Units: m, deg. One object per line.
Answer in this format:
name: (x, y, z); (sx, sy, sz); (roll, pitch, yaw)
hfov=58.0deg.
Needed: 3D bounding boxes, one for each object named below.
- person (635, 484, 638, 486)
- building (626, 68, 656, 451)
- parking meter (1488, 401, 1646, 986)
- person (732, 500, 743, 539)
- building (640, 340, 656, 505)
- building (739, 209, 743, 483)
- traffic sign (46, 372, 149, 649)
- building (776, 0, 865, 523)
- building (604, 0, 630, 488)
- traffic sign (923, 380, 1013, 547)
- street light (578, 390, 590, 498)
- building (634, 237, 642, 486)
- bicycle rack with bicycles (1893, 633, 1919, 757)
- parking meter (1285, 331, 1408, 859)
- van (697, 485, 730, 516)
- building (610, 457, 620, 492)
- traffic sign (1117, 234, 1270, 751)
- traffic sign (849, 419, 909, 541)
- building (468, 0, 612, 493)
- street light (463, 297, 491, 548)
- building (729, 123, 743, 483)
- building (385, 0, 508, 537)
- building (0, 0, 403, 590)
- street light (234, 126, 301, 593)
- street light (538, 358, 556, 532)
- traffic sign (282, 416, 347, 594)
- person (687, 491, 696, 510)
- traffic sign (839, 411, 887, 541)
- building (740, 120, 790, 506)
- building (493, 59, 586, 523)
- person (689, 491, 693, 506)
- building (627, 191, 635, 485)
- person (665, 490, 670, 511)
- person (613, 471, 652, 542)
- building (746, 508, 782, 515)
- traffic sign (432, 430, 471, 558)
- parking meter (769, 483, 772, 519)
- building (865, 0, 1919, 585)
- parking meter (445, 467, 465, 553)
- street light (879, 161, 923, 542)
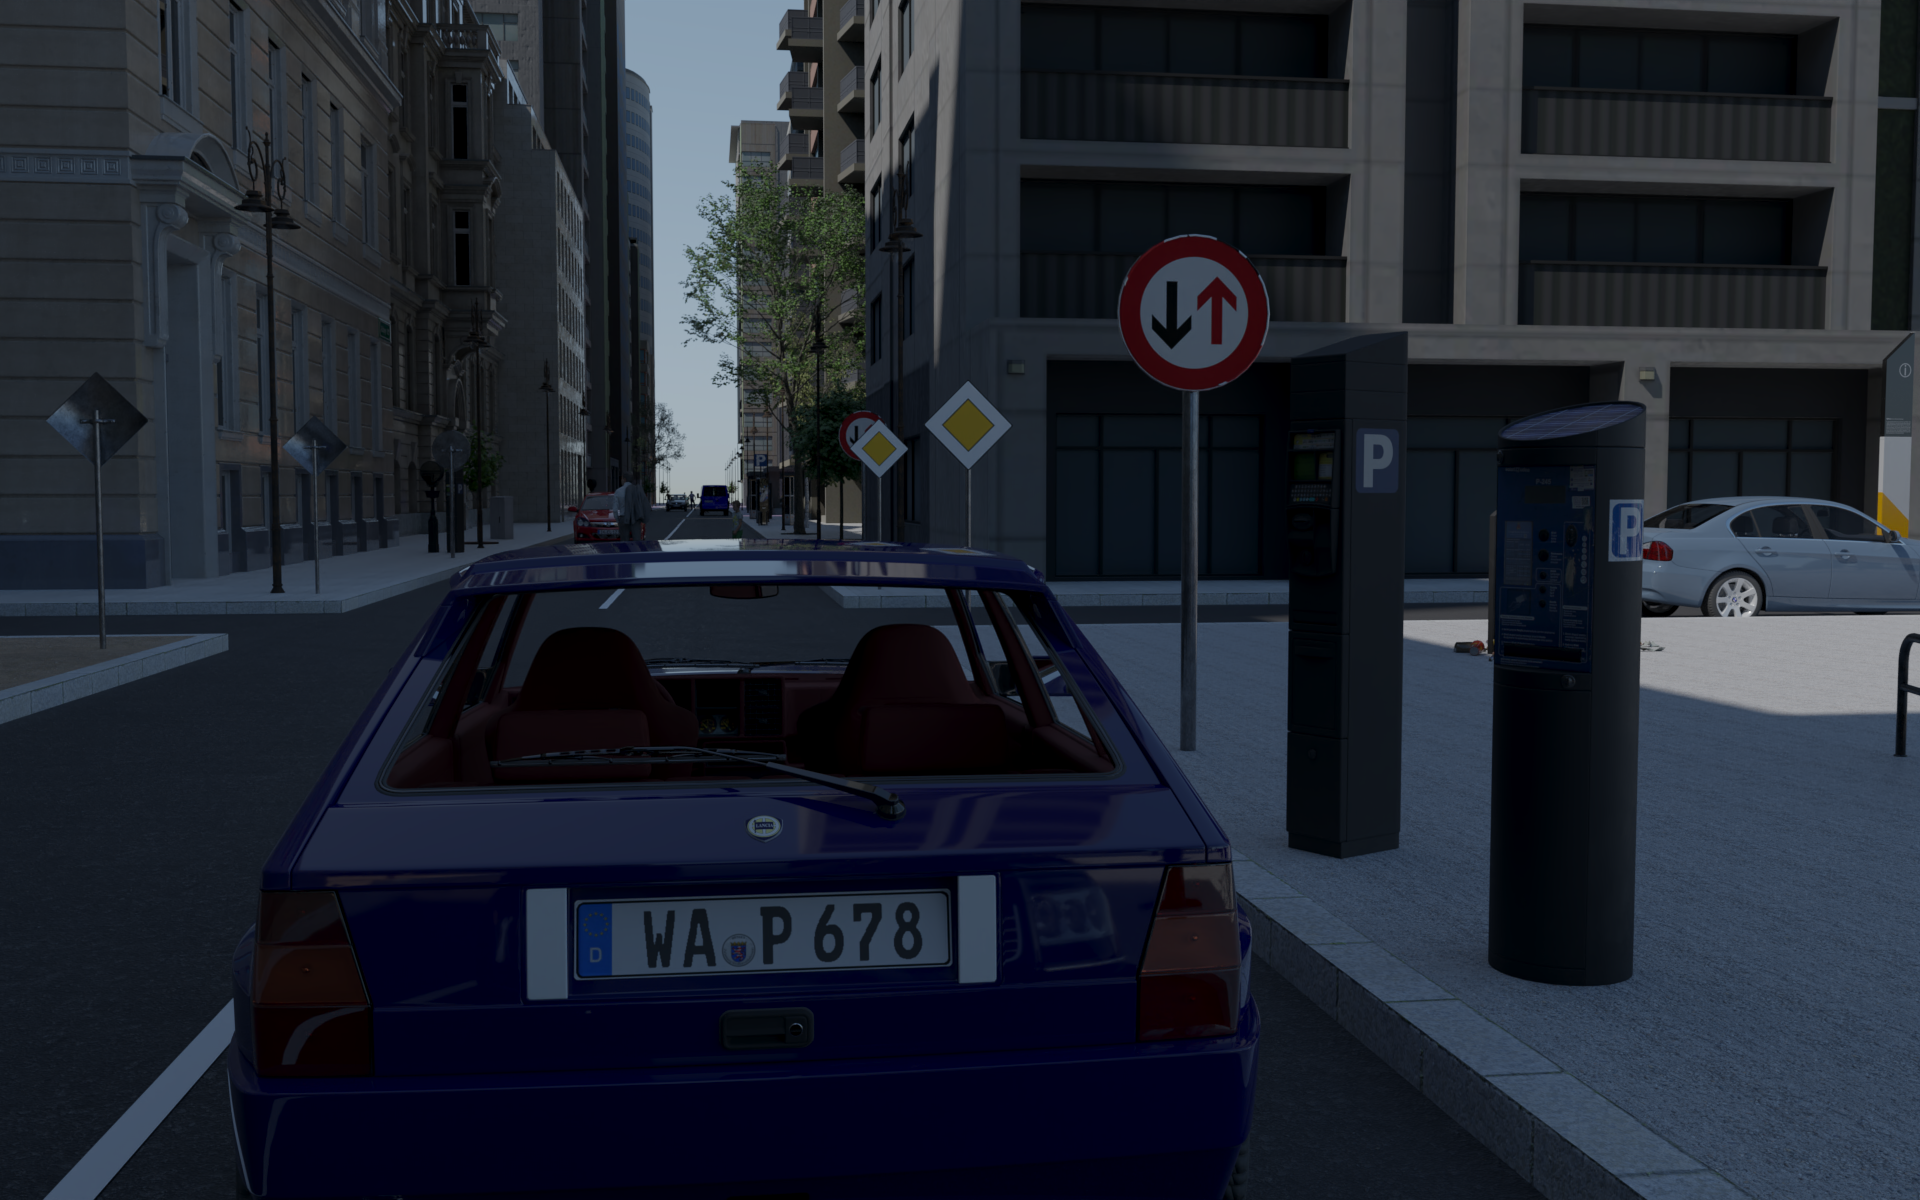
person: (-11.575, -3.230, 61.666); (0.721, 1.781, 0.623); (-1, 4, -20)
building: (-52.567, -42.388, 235.040); (21.231, 58.520, 28.212); (-1, 4, -8)
parking meter: (1.625, 0.230, 4.648); (0.372, 1.533, 0.369); (0, 3, 0)
person: (-4.809, -1.516, 37.540); (0.306, 1.304, 0.590); (2, 4, 24)
building: (-50.836, -22.136, 206.962); (27.650, 21.520, 28.899); (-1, 4, -8)
building: (-16.116, -34.285, 215.177); (22.147, 44.769, 28.867); (-1, 4, -8)
traffic sign: (-7.103, -0.652, 14.298); (0.795, 2.450, 0.064); (-1, 4, -8)
building: (2.470, -26.247, 83.769); (22.147, 44.769, 28.867); (-1, 4, -8)
building: (-33.456, -29.721, 136.046); (14.600, 45.320, 14.200); (-1, 4, -8)
traffic sign: (0.068, -0.714, 15.320); (0.795, 2.450, 0.064); (-1, 4, -8)
street light: (-16.718, -6.380, 77.105); (0.468, 5.910, 1.993); (-1, 4, -8)
building: (-41.749, -25.359, 186.320); (14.160, 30.474, 14.107); (-1, 4, -8)
bicycle rack with bicycles: (5.474, 0.356, 7.562); (2.852, 0.926, 2.925); (1, 4, 11)
parking meter: (1.381, -0.031, 6.213); (0.399, 1.863, 0.255); (-3, 4, -36)
van: (-16.565, -6.861, 116.557); (2.240, 2.365, 5.245); (-1, 4, -9)
building: (-34.181, -41.550, 117.595); (20.563, 71.187, 20.611); (-1, 4, -8)
traffic sign: (1.143, -0.519, 8.599); (0.768, 2.556, 0.104); (0, 4, -8)
traffic sign: (-1.084, -1.197, 23.221); (0.795, 2.450, 0.064); (-1, 4, -8)
building: (-28.281, -25.581, 101.849); (14.154, 41.232, 14.086); (-1, 4, -8)
street light: (-11.362, -4.165, 40.884); (0.468, 5.910, 1.993); (-1, 4, -8)
building: (-17.685, -40.013, 243.451); (28.713, 52.752, 27.495); (-1, 4, -8)
building: (-22.961, -14.635, 58.364); (14.460, 24.649, 34.723); (-1, 4, -8)
building: (-18.540, -15.004, 31.225); (13.634, 28.700, 20.117); (-1, 4, -8)
street light: (-8.852, -3.027, 22.287); (0.468, 5.910, 1.993); (-1, 4, -8)
street light: (-14.053, -5.277, 59.068); (0.468, 5.910, 1.993); (-1, 4, -8)
traffic sign: (-8.255, -1.135, 22.200); (0.795, 2.450, 0.064); (-1, 4, -8)
person: (-23.453, -8.703, 151.739); (0.756, 1.711, 0.436); (1, 4, 16)
traffic sign: (-1.467, -1.616, 26.534); (0.768, 2.556, 0.104); (0, 4, 1)
building: (-17.369, -31.183, 193.441); (14.154, 41.232, 14.086); (-1, 4, -8)
building: (-24.203, -14.042, 84.331); (10.420, 20.320, 16.860); (-1, 4, -8)
person: (-33.222, -12.556, 213.884); (0.705, 1.812, 1.348); (-3, 5, -40)
building: (-36.151, -23.187, 150.801); (14.160, 30.474, 14.107); (-1, 4, -8)
person: (-24.531, -8.382, 146.068); (0.721, 1.766, 1.217); (2, 4, 27)
person: (-5.776, -1.340, 30.513); (0.679, 1.850, 0.850); (-1, 4, -16)
building: (-0.776, -27.267, 137.697); (32.217, 40.220, 23.993); (-1, 4, -8)
traffic sign: (-10.177, -2.114, 34.677); (0.768, 2.556, 0.104); (0, 4, -3)
parking meter: (-9.855, -5.088, 88.899); (0.399, 1.863, 0.255); (0, 4, 0)
building: (9.138, -36.409, 33.543); (20.611, 71.187, 20.563); (-1, 4, -8)
parking meter: (-11.035, -1.964, 37.830); (0.255, 1.863, 0.399); (1, 4, 12)
street light: (-0.840, -3.162, 24.484); (0.468, 5.910, 1.993); (-1, 4, -8)
